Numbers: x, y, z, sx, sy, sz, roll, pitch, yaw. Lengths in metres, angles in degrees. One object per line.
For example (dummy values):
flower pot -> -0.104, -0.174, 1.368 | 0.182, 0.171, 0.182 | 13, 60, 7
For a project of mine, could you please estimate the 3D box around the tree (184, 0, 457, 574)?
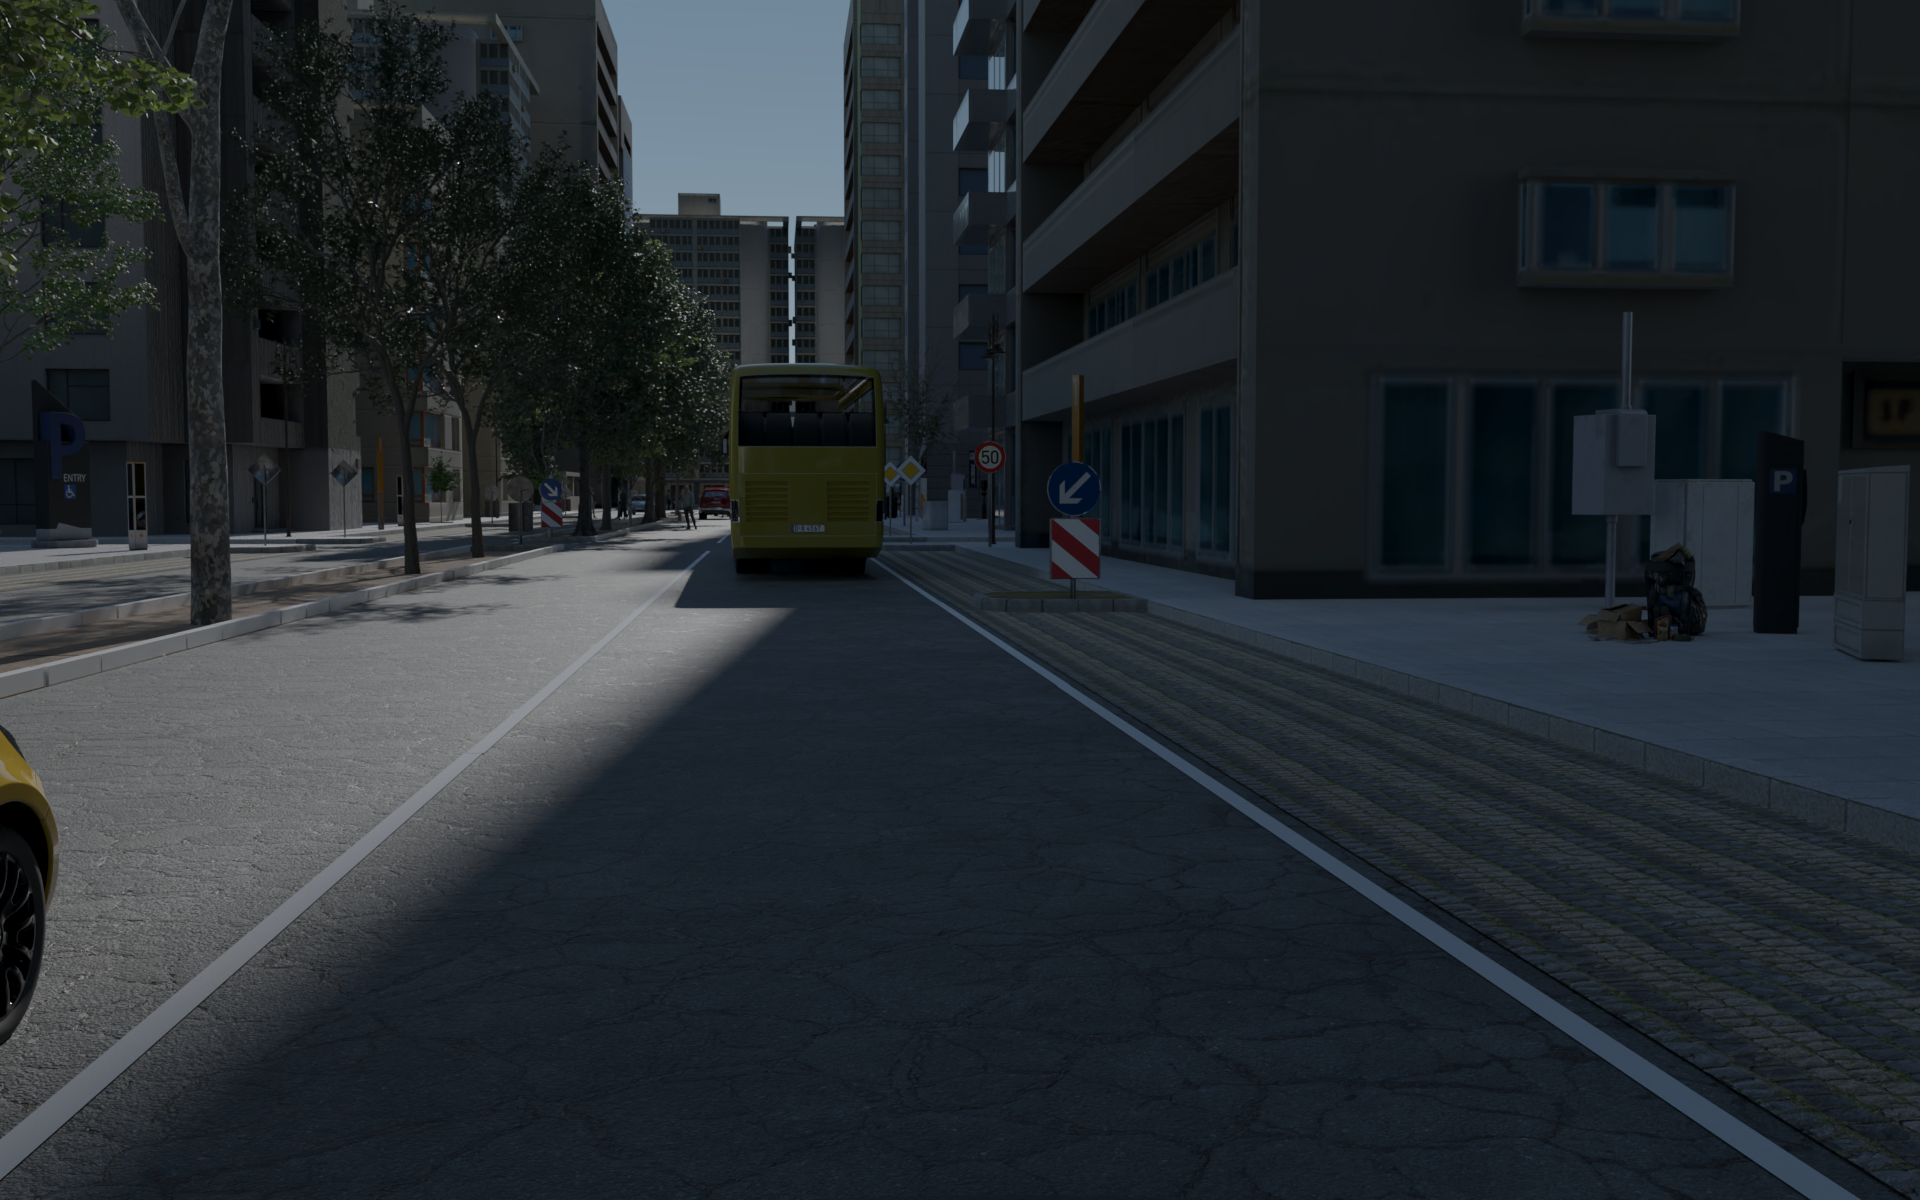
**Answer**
tree -> -9.799, -5.756, 30.981 | 8.767, 10.594, 7.601 | 0, 4, -6

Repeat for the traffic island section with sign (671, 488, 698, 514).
traffic island section with sign -> -19.979, -7.204, 125.917 | 2.006, 1.907, 1.989 | 0, 4, -6

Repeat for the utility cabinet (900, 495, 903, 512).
utility cabinet -> -3.792, -6.867, 123.437 | 1.020, 1.237, 0.306 | 3, 4, 38

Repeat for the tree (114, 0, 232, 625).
tree -> -9.516, -9.833, 19.124 | 12.611, 20.169, 13.585 | 0, 3, 0

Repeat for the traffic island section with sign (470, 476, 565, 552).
traffic island section with sign -> -11.213, -2.183, 43.836 | 2.006, 1.907, 1.989 | 0, 4, -6

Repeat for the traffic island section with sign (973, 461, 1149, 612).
traffic island section with sign -> 1.201, -0.804, 21.780 | 1.989, 1.847, 2.006 | 0, 4, -6

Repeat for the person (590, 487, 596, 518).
person -> -21.788, -5.732, 102.093 | 0.818, 1.842, 0.514 | 0, 4, 2

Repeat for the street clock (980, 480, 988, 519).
street clock -> 1.237, -5.129, 88.433 | 0.471, 2.002, 0.358 | -2, 4, -24

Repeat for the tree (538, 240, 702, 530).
tree -> -14.127, -9.048, 68.512 | 7.486, 12.596, 7.792 | 0, 3, 0

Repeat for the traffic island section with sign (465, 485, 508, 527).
traffic island section with sign -> -20.386, -4.084, 75.398 | 1.989, 1.847, 2.006 | 0, 4, -6

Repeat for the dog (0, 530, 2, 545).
dog -> -24.690, -1.524, 44.211 | 0.406, 0.507, 0.540 | -2, 4, -29

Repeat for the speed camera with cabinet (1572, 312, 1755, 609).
speed camera with cabinet -> 7.855, -1.528, 19.319 | 2.038, 3.252, 0.660 | -1, 4, -18

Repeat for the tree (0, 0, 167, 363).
tree -> -19.176, -6.546, 32.779 | 9.928, 11.665, 9.643 | 0, 3, 0

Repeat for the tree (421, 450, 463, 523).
tree -> -22.980, -5.022, 76.703 | 1.663, 3.219, 1.824 | 0, 3, 0

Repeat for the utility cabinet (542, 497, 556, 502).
utility cabinet -> -27.825, -6.486, 117.200 | 1.020, 1.237, 0.306 | 2, 4, 27

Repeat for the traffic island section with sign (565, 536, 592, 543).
traffic island section with sign -> -11.990, -2.634, 51.203 | 2.006, 1.907, 1.989 | 0, 4, -6

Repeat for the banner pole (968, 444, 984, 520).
banner pole -> 0.789, -5.943, 87.180 | 0.863, 3.779, 0.401 | 2, 4, 32

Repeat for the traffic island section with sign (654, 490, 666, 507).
traffic island section with sign -> -31.441, -10.416, 178.923 | 1.989, 1.847, 2.006 | 0, 4, -6

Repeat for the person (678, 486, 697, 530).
person -> -11.050, -3.728, 69.946 | 0.782, 1.767, 0.515 | 1, 4, 19

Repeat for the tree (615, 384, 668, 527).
tree -> -14.370, -7.496, 75.374 | 4.737, 8.622, 4.395 | 0, 3, 0

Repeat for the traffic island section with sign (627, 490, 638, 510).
traffic island section with sign -> -28.578, -8.776, 152.120 | 1.989, 1.847, 2.006 | 0, 4, -6

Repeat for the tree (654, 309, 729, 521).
tree -> -16.139, -10.051, 92.544 | 9.928, 11.665, 9.643 | 0, 3, 0

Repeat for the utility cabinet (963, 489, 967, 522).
utility cabinet -> -0.086, -4.364, 80.036 | 0.318, 1.500, 1.173 | -2, 4, -25

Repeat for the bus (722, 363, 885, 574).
bus -> -3.266, -2.605, 34.144 | 2.896, 3.916, 12.252 | 0, 4, -7

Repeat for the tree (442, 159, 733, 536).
tree -> -12.855, -8.538, 59.067 | 9.611, 12.733, 9.660 | 0, 3, 0

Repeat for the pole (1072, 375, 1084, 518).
pole -> 2.022, -2.197, 29.760 | 0.158, 3.312, 0.155 | 0, 3, 0

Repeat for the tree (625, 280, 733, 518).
tree -> -17.766, -11.818, 102.330 | 9.857, 13.997, 8.962 | 0, 3, 0

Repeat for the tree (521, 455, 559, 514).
tree -> -27.675, -7.867, 112.342 | 4.285, 4.588, 4.351 | 0, 3, 0

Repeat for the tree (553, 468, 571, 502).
tree -> -28.407, -7.776, 121.734 | 1.663, 3.219, 1.824 | 0, 3, 0

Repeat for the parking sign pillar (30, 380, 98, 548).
parking sign pillar -> -21.516, -3.244, 41.504 | 1.447, 3.967, 1.447 | 1, 4, 16

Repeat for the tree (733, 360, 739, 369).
tree -> -14.883, -9.986, 82.739 | 9.611, 12.733, 9.660 | 0, 3, 0

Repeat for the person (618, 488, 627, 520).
person -> -18.838, -5.375, 96.799 | 0.576, 1.772, 0.534 | 1, 4, 17

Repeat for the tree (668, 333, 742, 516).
tree -> -18.645, -12.303, 113.986 | 12.009, 13.543, 11.850 | 0, 3, 0

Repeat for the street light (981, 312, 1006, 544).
street light -> 0.848, -4.365, 44.154 | 0.468, 5.910, 1.993 | 0, 4, -6

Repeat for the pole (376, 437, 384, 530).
pole -> -20.797, -4.177, 62.131 | 0.158, 3.312, 0.155 | 0, 3, 0

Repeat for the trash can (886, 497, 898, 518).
trash can -> -3.600, -4.883, 91.485 | 0.748, 1.137, 0.748 | 0, 3, 0

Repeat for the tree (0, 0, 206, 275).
tree -> -7.852, -5.429, 9.346 | 7.486, 12.596, 7.792 | 0, 3, 0

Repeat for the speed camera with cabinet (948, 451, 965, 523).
speed camera with cabinet -> -0.148, -5.126, 78.147 | 0.660, 3.252, 2.038 | 0, 4, 6

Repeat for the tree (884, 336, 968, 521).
tree -> -1.824, -8.029, 81.640 | 4.360, 8.622, 3.978 | 0, 3, 0

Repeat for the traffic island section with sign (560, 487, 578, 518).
traffic island section with sign -> -23.257, -5.723, 102.201 | 1.989, 1.847, 2.006 | 0, 4, -6

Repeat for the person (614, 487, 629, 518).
person -> -20.001, -5.732, 102.315 | 0.850, 1.850, 0.679 | 0, 4, 7

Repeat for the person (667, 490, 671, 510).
person -> -25.663, -8.833, 152.929 | 0.705, 1.823, 1.348 | -1, 4, -11

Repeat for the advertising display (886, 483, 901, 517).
advertising display -> -3.765, -5.654, 97.653 | 0.974, 1.923, 0.123 | 1, 4, 23

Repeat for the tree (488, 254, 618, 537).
tree -> -12.364, -6.074, 52.131 | 4.360, 8.622, 3.978 | 0, 3, 0

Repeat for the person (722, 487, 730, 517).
person -> -14.504, -6.106, 107.701 | 0.648, 1.900, 0.474 | 0, 4, -1

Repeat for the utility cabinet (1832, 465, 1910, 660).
utility cabinet -> 7.188, -0.308, 13.712 | 0.318, 1.500, 1.173 | 1, 4, 17
